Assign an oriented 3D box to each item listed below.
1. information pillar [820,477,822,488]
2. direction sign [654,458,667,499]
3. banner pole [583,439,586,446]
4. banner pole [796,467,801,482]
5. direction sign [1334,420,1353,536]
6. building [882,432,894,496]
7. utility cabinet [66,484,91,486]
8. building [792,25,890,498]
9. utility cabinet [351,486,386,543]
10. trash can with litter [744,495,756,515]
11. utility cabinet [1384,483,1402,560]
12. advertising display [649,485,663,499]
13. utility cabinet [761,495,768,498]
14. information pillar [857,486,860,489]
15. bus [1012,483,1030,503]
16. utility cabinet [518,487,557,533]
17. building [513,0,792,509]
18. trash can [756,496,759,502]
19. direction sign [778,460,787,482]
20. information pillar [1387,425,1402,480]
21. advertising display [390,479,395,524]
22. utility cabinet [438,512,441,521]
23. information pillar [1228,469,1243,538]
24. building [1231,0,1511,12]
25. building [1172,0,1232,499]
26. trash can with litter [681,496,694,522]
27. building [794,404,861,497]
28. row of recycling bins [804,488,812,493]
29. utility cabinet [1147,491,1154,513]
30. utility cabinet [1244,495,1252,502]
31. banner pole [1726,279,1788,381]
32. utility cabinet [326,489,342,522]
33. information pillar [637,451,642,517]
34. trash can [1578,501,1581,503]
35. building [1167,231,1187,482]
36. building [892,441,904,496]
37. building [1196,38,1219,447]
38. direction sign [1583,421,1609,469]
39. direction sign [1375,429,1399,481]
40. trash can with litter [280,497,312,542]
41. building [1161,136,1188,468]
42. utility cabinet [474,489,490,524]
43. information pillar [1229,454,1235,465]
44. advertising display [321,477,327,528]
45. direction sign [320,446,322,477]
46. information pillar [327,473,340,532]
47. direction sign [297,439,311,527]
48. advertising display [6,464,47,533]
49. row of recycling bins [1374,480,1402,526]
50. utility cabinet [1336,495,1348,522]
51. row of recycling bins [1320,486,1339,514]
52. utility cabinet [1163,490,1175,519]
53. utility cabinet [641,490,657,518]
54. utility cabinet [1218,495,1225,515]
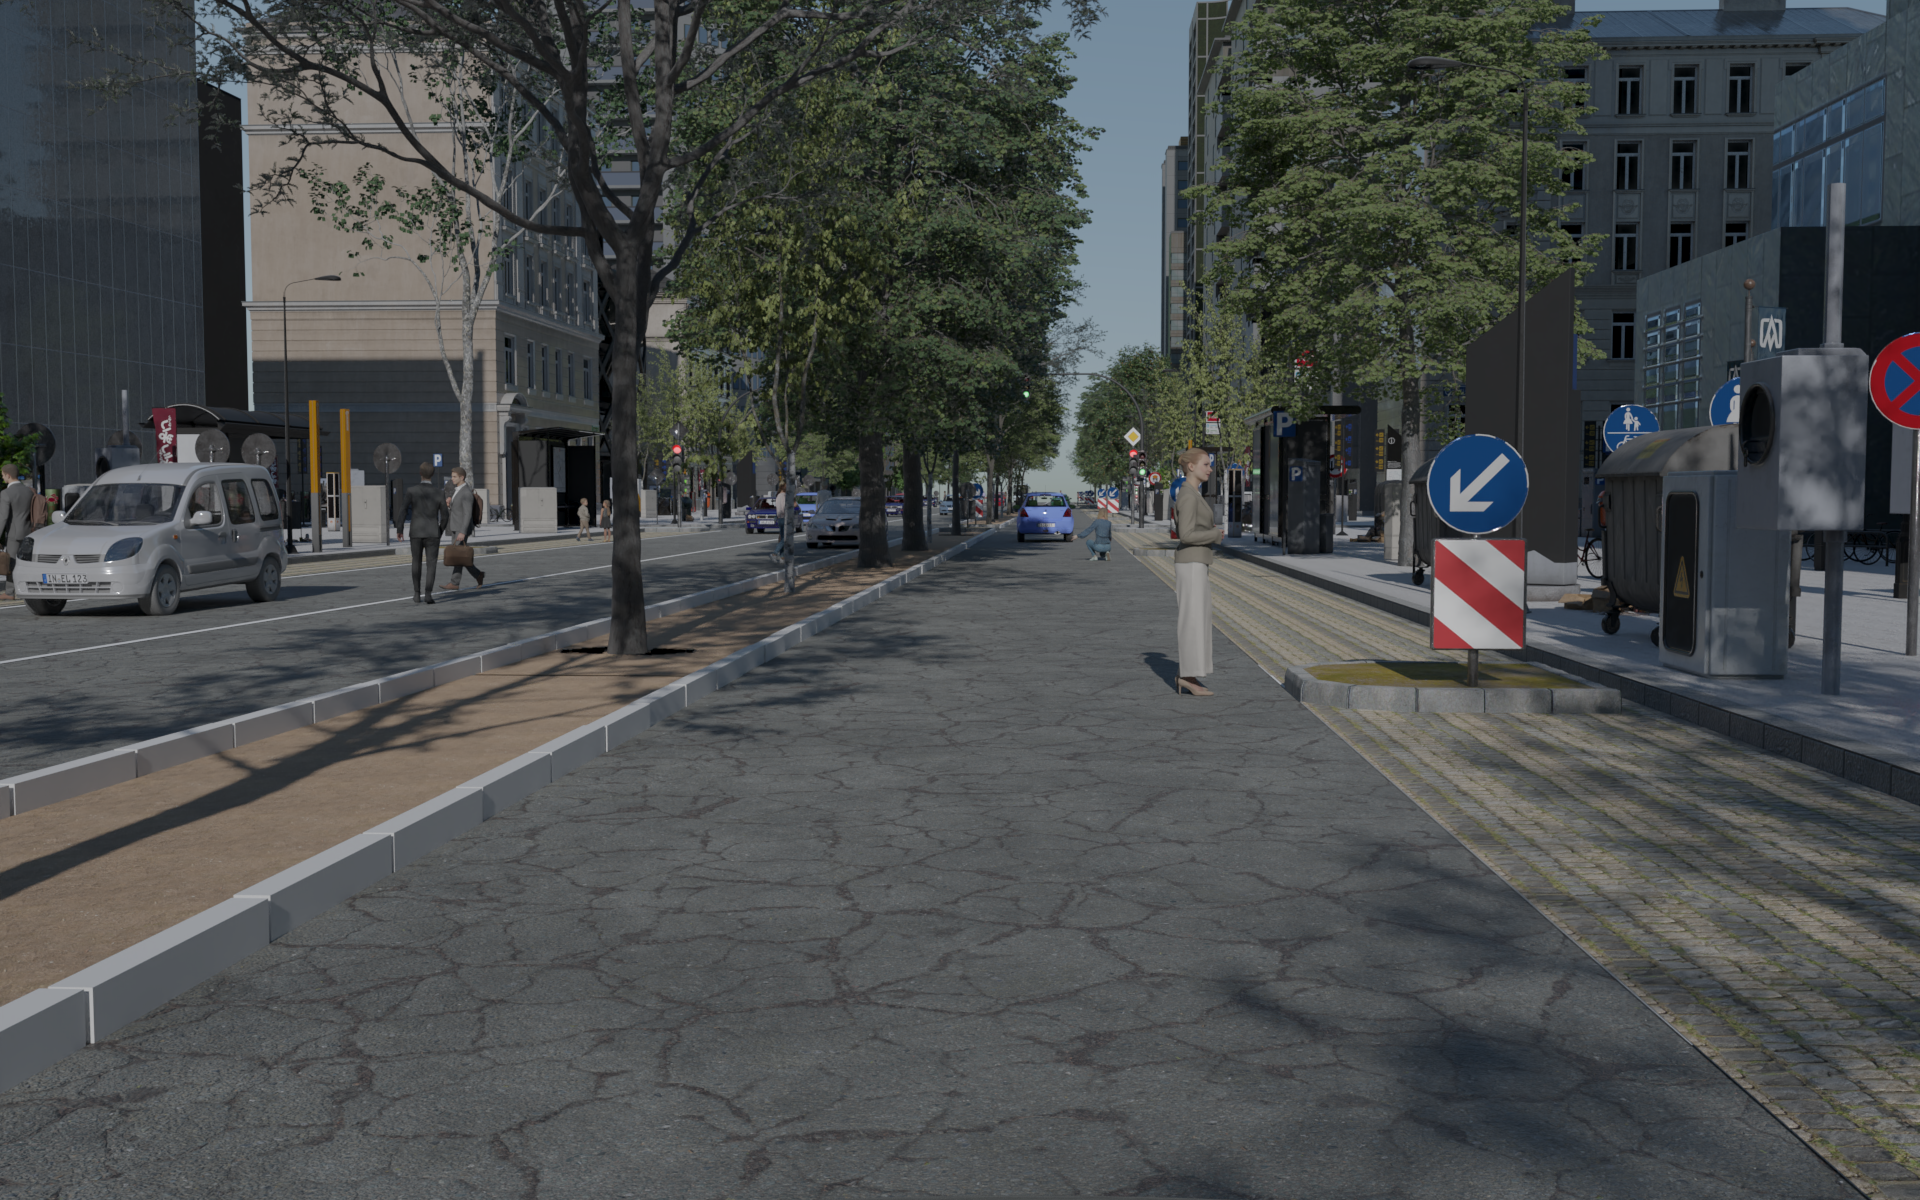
[{"bbox_3d":[-10.988,-8.938,137.495,0.183,3.616,0.504,-1,4,-15],"label":"information pillar"},{"bbox_3d":[-18.837,-7.150,108.899,0.876,3.537,0.379,-3,5,-40],"label":"direction sign"},{"bbox_3d":[-17.257,-5.426,78.735,0.863,3.779,0.401,-3,5,-44],"label":"banner pole"},{"bbox_3d":[-12.735,-8.858,134.852,0.863,3.779,0.401,-1,4,-23],"label":"banner pole"},{"bbox_3d":[11.802,-3.755,53.386,0.379,3.537,0.876,-2,4,-24],"label":"direction sign"},{"bbox_3d":[-18.561,-38.971,287.293,14.600,45.320,14.200,0,4,3],"label":"building"},{"bbox_3d":[-18.668,-1.749,37.269,1.173,1.500,0.318,1,4,22],"label":"utility cabinet"},{"bbox_3d":[-21.571,-50.809,268.984,20.563,71.187,20.611,0,4,3],"label":"building"},{"bbox_3d":[-15.520,-2.240,45.303,1.173,1.500,0.318,1,4,23],"label":"utility cabinet"},{"bbox_3d":[-12.299,-5.655,103.510,1.678,1.210,2.233,-3,4,-38],"label":"trash can with litter"},{"bbox_3d":[8.832,-1.527,33.648,1.173,1.500,0.318,-1,4,-17],"label":"utility cabinet"},{"bbox_3d":[-21.887,-7.301,124.589,0.974,1.923,0.123,-1,4,-14],"label":"advertising display"},{"bbox_3d":[-12.209,-6.115,111.134,1.020,1.237,0.306,0,4,5],"label":"utility cabinet"},{"bbox_3d":[-8.522,-9.389,144.859,0.183,3.616,0.504,2,4,27],"label":"information pillar"},{"bbox_3d":[10.489,-18.375,295.288,2.948,3.499,13.247,0,4,4],"label":"bus"},{"bbox_3d":[-13.773,-2.926,56.519,1.173,1.500,0.318,-2,4,-28],"label":"utility cabinet"},{"bbox_3d":[-28.375,-38.037,163.905,21.231,58.520,28.212,0,4,3],"label":"building"},{"bbox_3d":[-13.627,-6.293,114.541,0.748,1.137,0.748,0,3,0],"label":"trash can"},{"bbox_3d":[-11.856,-7.572,115.804,0.379,3.537,0.876,-3,5,-45],"label":"direction sign"},{"bbox_3d":[14.474,-4.065,57.816,0.504,3.616,0.183,1,4,15],"label":"information pillar"},{"bbox_3d":[-24.473,-4.287,75.305,0.123,1.923,0.974,0,4,8],"label":"advertising display"},{"bbox_3d":[-24.832,-4.362,82.481,0.306,1.237,1.020,0,4,-8],"label":"utility cabinet"},{"bbox_3d":[8.073,-2.835,50.839,0.304,2.012,0.304,-2,4,-26],"label":"information pillar"},{"bbox_3d":[40.956,-35.429,168.499,28.713,52.752,27.495,0,4,3],"label":"building"},{"bbox_3d":[41.758,-49.741,251.524,20.563,71.187,20.611,0,4,3],"label":"building"},{"bbox_3d":[-12.632,-4.240,80.715,0.624,1.170,1.055,-2,4,-27],"label":"trash can with litter"},{"bbox_3d":[-20.127,-29.379,252.039,14.160,30.474,14.107,0,4,3],"label":"building"},{"bbox_3d":[-11.442,-7.003,121.606,1.069,1.692,3.534,-2,4,-31],"label":"row of recycling bins"},{"bbox_3d":[12.682,-6.557,115.893,0.318,1.500,1.173,-1,4,-9],"label":"utility cabinet"},{"bbox_3d":[18.620,-6.281,113.861,0.306,1.237,1.020,-2,4,-33],"label":"utility cabinet"},{"bbox_3d":[9.395,-1.856,20.367,0.863,3.779,0.401,-2,4,-25],"label":"banner pole"},{"bbox_3d":[-28.277,-4.297,78.932,1.173,1.500,0.318,-3,5,-40],"label":"utility cabinet"},{"bbox_3d":[-17.604,-6.344,95.077,0.183,3.616,0.504,1,4,11],"label":"information pillar"},{"bbox_3d":[11.992,-1.404,34.603,0.748,1.137,0.748,0,3,0],"label":"trash can"},{"bbox_3d":[39.392,-35.861,269.925,14.154,41.232,14.086,0,4,3],"label":"building"},{"bbox_3d":[-16.320,-37.788,301.427,14.154,41.232,14.086,0,4,3],"label":"building"},{"bbox_3d":[42.188,-37.164,196.867,28.713,52.752,27.495,0,4,3],"label":"building"},{"bbox_3d":[19.788,-3.774,53.700,0.876,3.537,0.379,1,4,18],"label":"direction sign"},{"bbox_3d":[14.894,-4.190,60.496,0.876,3.537,0.379,3,4,37],"label":"direction sign"},{"bbox_3d":[-18.301,-2.156,46.307,2.233,1.210,1.678,-1,4,-18],"label":"trash can with litter"},{"bbox_3d":[44.256,-45.795,290.746,21.231,58.520,28.212,0,4,3],"label":"building"},{"bbox_3d":[-20.832,-4.023,74.461,1.173,1.500,0.318,1,4,8],"label":"utility cabinet"},{"bbox_3d":[15.674,-6.643,99.968,0.504,3.616,0.183,-3,5,-39],"label":"information pillar"},{"bbox_3d":[-24.253,-3.702,65.747,0.123,1.923,0.974,1,4,19],"label":"advertising display"},{"bbox_3d":[-30.192,-5.461,81.278,0.876,3.537,0.379,2,4,35],"label":"direction sign"},{"bbox_3d":[-21.442,-3.350,59.269,0.304,2.012,0.304,1,4,14],"label":"information pillar"},{"bbox_3d":[-25.461,-4.593,67.086,0.379,3.537,0.876,-3,5,-42],"label":"direction sign"},{"bbox_3d":[-17.363,-1.635,31.947,0.974,1.923,0.123,0,4,2],"label":"advertising display"},{"bbox_3d":[12.591,-2.624,50.009,1.069,1.692,3.534,0,4,5],"label":"row of recycling bins"},{"bbox_3d":[17.644,-4.209,79.977,0.306,1.237,1.020,2,4,27],"label":"utility cabinet"},{"bbox_3d":[18.058,-4.940,87.877,3.534,1.692,1.069,-3,5,-43],"label":"row of recycling bins"},{"bbox_3d":[10.398,-4.753,86.384,0.318,1.500,1.173,-3,4,-39],"label":"utility cabinet"},{"bbox_3d":[-16.553,-5.107,92.174,0.318,1.500,1.173,1,4,19],"label":"utility cabinet"},{"bbox_3d":[15.778,-5.707,104.475,0.306,1.237,1.020,0,4,-4],"label":"utility cabinet"}]
